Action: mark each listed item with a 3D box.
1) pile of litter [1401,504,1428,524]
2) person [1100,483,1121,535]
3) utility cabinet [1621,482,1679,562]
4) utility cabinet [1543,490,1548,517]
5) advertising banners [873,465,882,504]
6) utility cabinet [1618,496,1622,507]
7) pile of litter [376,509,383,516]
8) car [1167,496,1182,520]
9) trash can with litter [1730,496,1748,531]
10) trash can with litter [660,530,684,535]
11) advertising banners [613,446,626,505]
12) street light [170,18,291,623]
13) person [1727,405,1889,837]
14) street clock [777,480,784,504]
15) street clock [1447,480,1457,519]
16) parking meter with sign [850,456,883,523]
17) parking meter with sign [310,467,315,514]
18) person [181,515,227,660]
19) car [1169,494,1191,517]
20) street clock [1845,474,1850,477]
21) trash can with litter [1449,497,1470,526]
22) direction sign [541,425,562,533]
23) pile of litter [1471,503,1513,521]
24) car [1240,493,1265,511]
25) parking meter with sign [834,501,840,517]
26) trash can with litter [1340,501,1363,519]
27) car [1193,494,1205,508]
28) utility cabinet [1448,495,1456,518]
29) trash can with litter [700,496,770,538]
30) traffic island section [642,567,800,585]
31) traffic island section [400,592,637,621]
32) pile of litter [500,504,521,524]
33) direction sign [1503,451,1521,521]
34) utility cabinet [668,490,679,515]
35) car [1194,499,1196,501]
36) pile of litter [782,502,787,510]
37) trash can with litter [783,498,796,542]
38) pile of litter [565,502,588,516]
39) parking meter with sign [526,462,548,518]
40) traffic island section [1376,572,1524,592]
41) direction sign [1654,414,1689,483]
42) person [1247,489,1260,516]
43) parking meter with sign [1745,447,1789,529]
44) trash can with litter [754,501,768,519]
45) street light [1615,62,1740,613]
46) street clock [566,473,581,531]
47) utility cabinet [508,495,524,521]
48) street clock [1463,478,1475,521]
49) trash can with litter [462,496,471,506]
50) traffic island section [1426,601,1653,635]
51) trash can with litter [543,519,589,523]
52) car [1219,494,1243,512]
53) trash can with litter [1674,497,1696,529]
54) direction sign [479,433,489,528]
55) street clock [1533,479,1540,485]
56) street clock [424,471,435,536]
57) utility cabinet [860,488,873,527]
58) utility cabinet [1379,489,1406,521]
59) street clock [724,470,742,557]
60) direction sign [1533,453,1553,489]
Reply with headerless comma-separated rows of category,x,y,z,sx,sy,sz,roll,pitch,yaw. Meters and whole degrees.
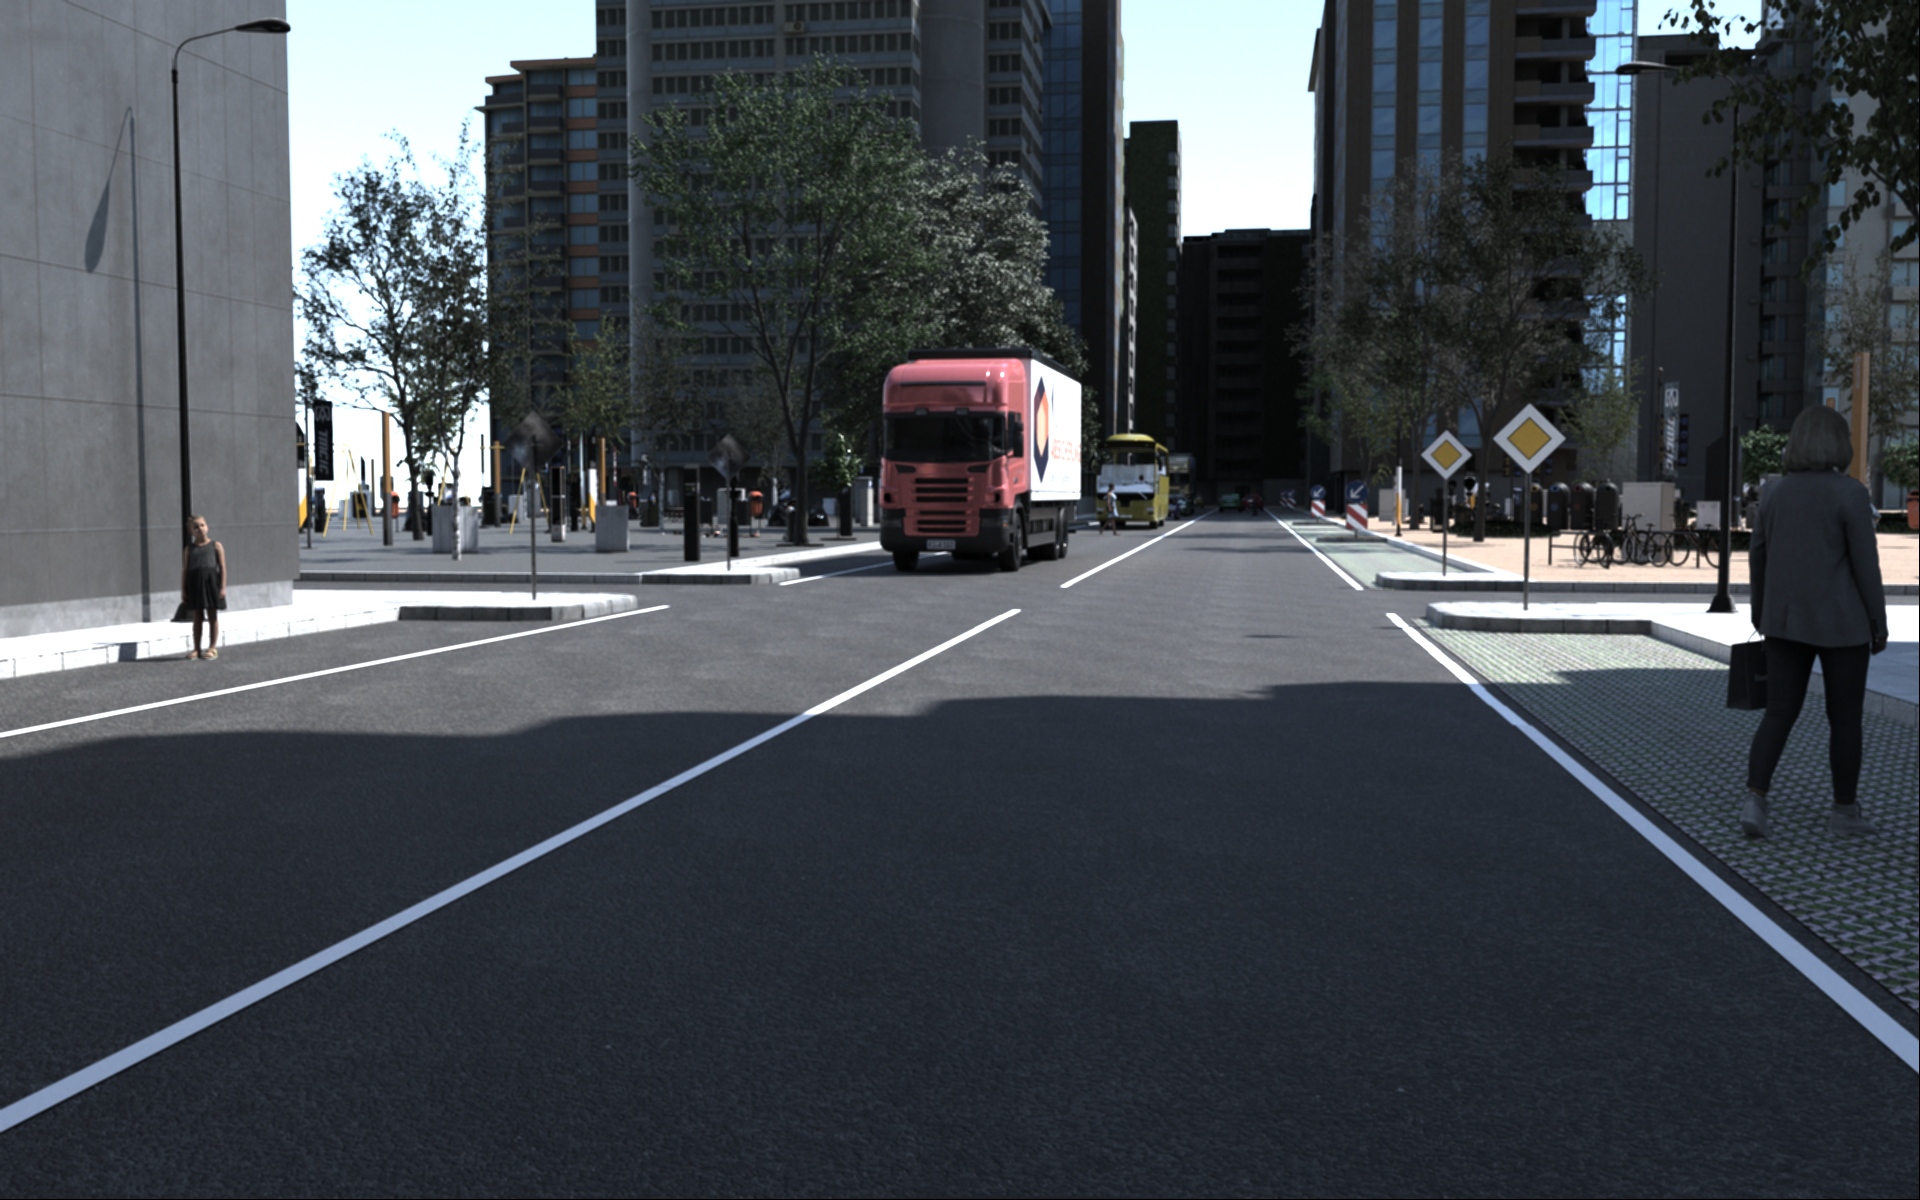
pile of litter,19.591,-3.714,74.684,1.176,0.858,1.719,1,4,19
person,5.208,-3.158,60.232,0.778,1.811,0.616,2,4,23
utility cabinet,13.055,-1.479,32.857,0.318,1.500,1.173,-1,4,-14
utility cabinet,32.052,-5.191,93.559,1.173,1.500,0.318,2,4,34
advertising banners,-5.196,-6.572,103.642,2.074,3.025,0.090,3,5,42
utility cabinet,28.723,-3.943,75.636,1.020,1.237,0.306,3,4,39
pile of litter,-33.526,-5.308,100.754,1.176,0.858,1.719,-3,5,-44
car,11.255,-5.078,95.604,1.945,1.354,3.894,1,4,8
trash can with litter,25.964,-2.845,57.575,1.678,1.210,2.233,2,4,35
trash can with litter,-8.424,-2.690,55.035,2.233,1.210,1.678,1,4,17
advertising banners,-12.633,-4.160,64.209,0.090,3.025,2.074,0,4,0
street light,-7.222,-2.729,17.163,1.470,5.913,1.316,1,4,9
person,3.504,0.086,7.272,0.728,1.800,0.709,-2,4,-30
street clock,-9.365,-5.191,89.442,0.471,2.002,0.358,2,4,27
street clock,25.289,-5.174,89.159,0.471,2.002,0.358,-1,4,-17
parking meter with sign,-4.251,-4.900,76.373,1.738,3.016,0.543,2,4,24
parking meter with sign,-41.646,-6.952,109.930,1.738,3.016,0.543,2,4,32
person,-6.572,-0.115,15.055,0.362,1.253,0.373,0,4,-4
car,13.750,-6.050,110.722,2.131,1.459,4.920,1,4,11
street clock,31.566,-3.479,61.459,0.471,2.002,0.358,-2,4,-33
trash can with litter,17.920,-3.144,62.795,1.055,1.170,0.624,1,4,14
direction sign,-13.430,-3.952,56.616,0.876,3.537,0.379,0,4,1
pile of litter,25.347,-4.148,81.792,1.176,0.858,1.719,-3,5,-45
car,25.056,-8.515,148.262,2.155,1.783,4.494,1,4,10
parking meter with sign,-6.351,-6.298,99.235,1.738,3.016,0.543,-2,4,-24
trash can with litter,19.778,-4.661,87.600,1.055,1.170,0.624,0,4,-7
car,23.943,-10.153,176.225,2.015,1.641,3.980,1,4,10
utility cabinet,26.112,-4.944,91.988,0.306,1.237,1.020,1,4,8
trash can with litter,-6.847,-2.476,51.532,2.233,1.210,1.678,0,4,3
traffic island section,-3.874,-0.403,28.866,2.009,0.180,2.903,1,4,9
traffic island section,-5.181,0.079,20.988,2.009,0.180,2.903,1,4,9
pile of litter,-19.997,-3.764,75.512,1.719,0.858,1.176,-1,4,-15
direction sign,25.250,-5.337,79.254,0.876,3.537,0.379,3,5,44
utility cabinet,-17.308,-5.874,104.717,0.318,1.500,1.173,1,4,10
car,17.605,-7.630,137.113,2.083,1.381,4.827,1,4,9
pile of litter,-9.580,-4.830,92.941,1.176,0.858,1.719,3,4,38
trash can with litter,-4.473,-2.118,46.013,0.624,1.170,1.055,-2,4,-24
pile of litter,-22.753,-5.393,102.134,1.719,0.858,1.176,0,4,-5
parking meter with sign,-23.091,-5.968,93.842,1.738,3.016,0.543,3,4,36
traffic island section,7.561,-0.287,26.972,2.009,0.180,2.903,1,4,9
direction sign,20.113,-3.488,49.029,0.876,3.537,0.379,2,4,26
person,19.480,-6.451,114.701,0.721,1.743,1.217,-2,4,-31
parking meter with sign,30.007,-4.157,64.227,1.738,3.016,0.543,-1,4,-18
trash can with litter,-10.092,-4.734,88.785,1.055,1.170,0.624,1,4,12
street light,7.750,-2.824,18.720,1.470,5.913,1.316,1,4,9
street clock,-13.358,-3.387,59.948,0.471,2.002,0.358,2,4,29
utility cabinet,-21.400,-4.423,83.484,0.306,1.237,1.020,-3,5,-41
street clock,22.309,-4.362,75.888,0.471,2.002,0.358,0,4,3
trash can with litter,-25.968,-4.805,89.621,2.233,1.210,1.678,-2,4,-34
traffic island section,6.254,0.195,19.094,2.009,0.180,2.903,1,4,9
trash can with litter,-17.823,-4.113,78.298,2.233,1.210,1.678,1,4,15
car,21.801,-7.985,139.350,1.959,1.807,4.718,1,4,11
trash can with litter,26.835,-3.214,63.928,1.055,1.170,0.624,0,4,-4
direction sign,-17.853,-4.454,64.827,0.379,3.537,0.876,-1,4,-8
street clock,26.985,-4.681,81.106,0.358,2.002,0.471,2,4,30
street clock,-16.361,-2.989,53.444,0.358,2.002,0.471,-1,4,-12
utility cabinet,-3.665,-3.622,67.893,0.318,1.500,1.173,0,4,7
utility cabinet,20.027,-4.380,80.284,1.173,1.500,0.318,1,4,10
street clock,-4.613,-1.876,35.238,0.358,2.002,0.471,0,4,6
direction sign,23.837,-4.825,70.882,0.379,3.537,0.876,-3,4,-39
